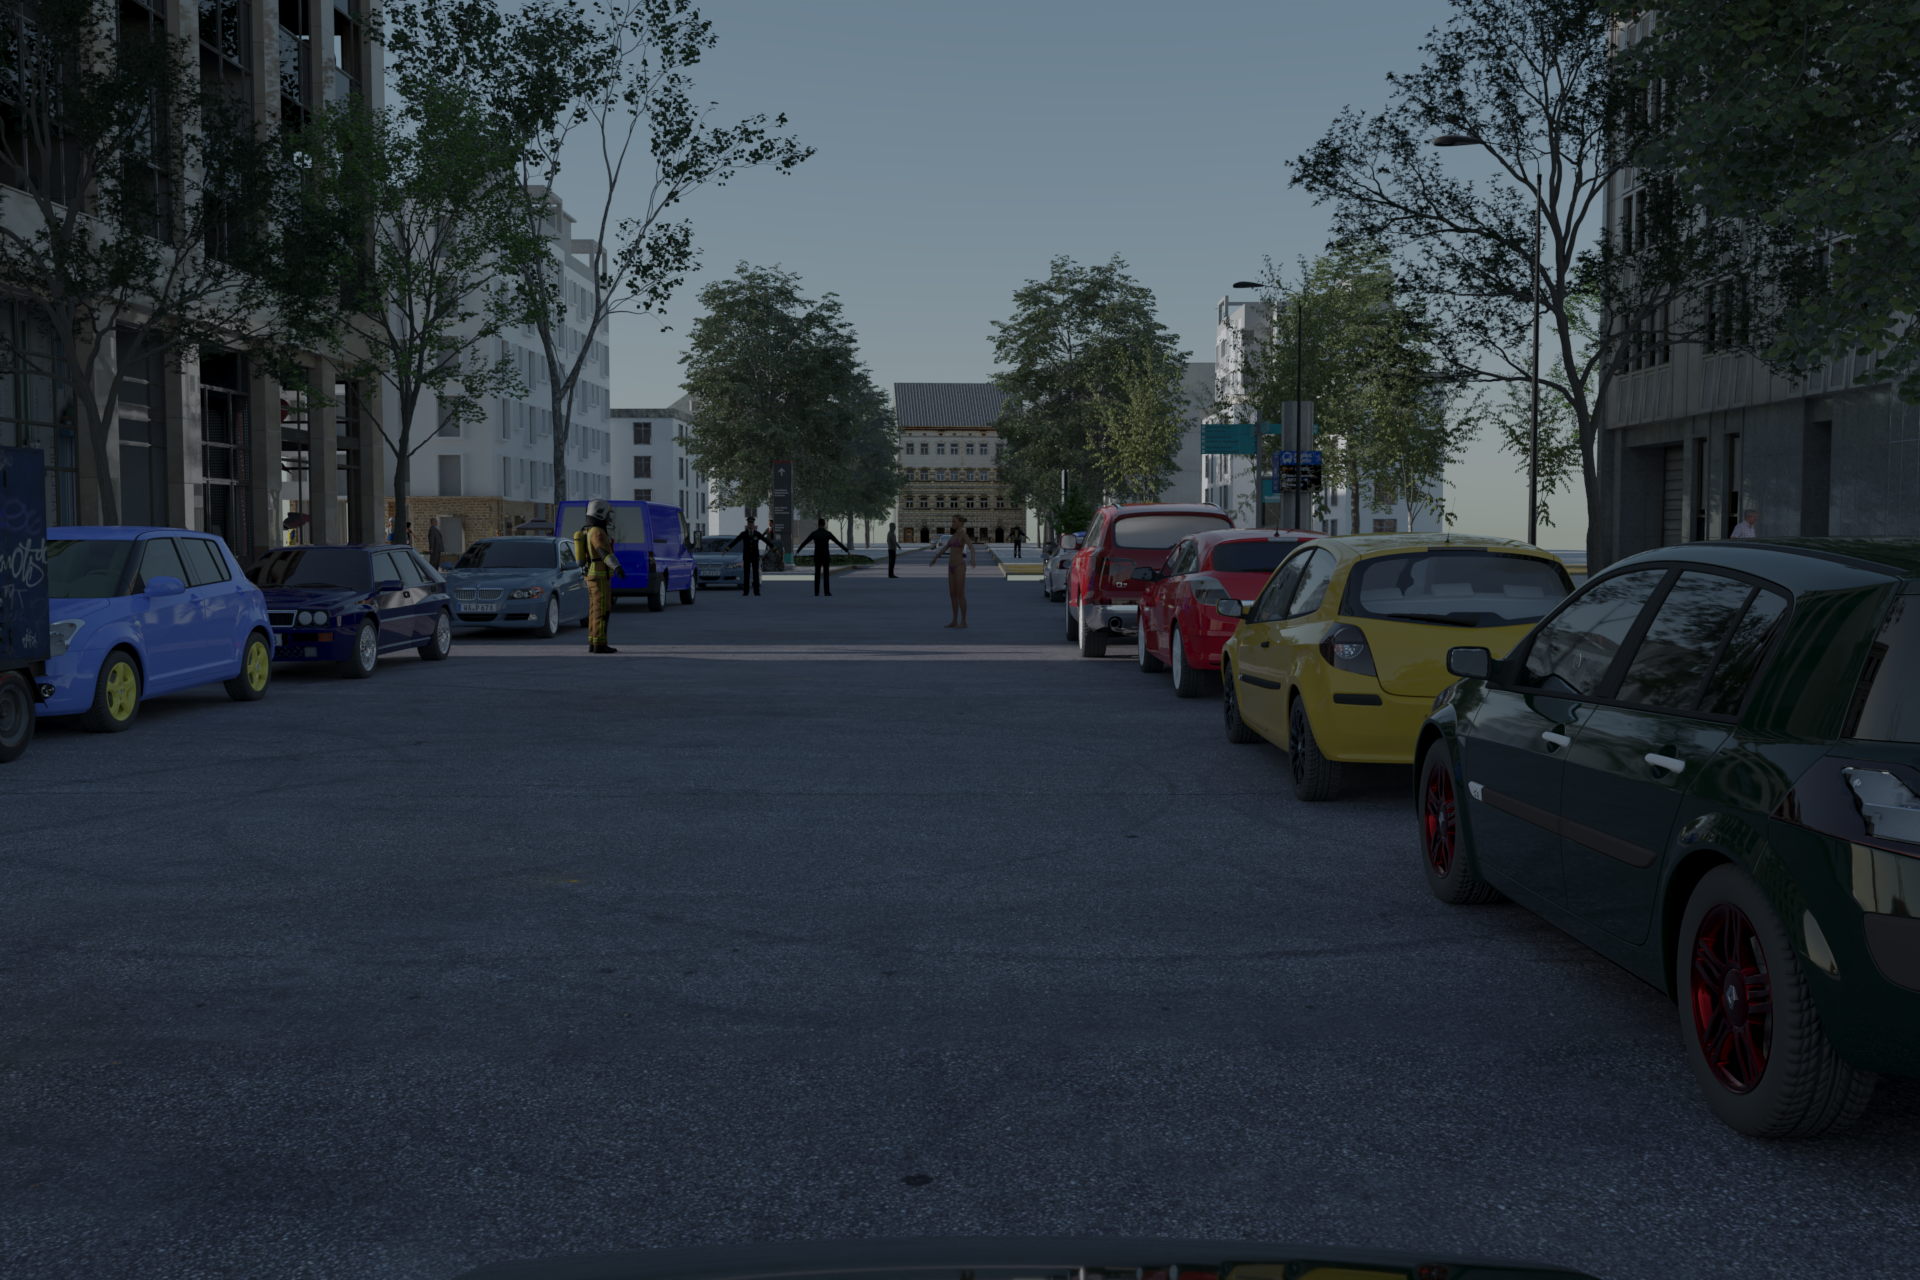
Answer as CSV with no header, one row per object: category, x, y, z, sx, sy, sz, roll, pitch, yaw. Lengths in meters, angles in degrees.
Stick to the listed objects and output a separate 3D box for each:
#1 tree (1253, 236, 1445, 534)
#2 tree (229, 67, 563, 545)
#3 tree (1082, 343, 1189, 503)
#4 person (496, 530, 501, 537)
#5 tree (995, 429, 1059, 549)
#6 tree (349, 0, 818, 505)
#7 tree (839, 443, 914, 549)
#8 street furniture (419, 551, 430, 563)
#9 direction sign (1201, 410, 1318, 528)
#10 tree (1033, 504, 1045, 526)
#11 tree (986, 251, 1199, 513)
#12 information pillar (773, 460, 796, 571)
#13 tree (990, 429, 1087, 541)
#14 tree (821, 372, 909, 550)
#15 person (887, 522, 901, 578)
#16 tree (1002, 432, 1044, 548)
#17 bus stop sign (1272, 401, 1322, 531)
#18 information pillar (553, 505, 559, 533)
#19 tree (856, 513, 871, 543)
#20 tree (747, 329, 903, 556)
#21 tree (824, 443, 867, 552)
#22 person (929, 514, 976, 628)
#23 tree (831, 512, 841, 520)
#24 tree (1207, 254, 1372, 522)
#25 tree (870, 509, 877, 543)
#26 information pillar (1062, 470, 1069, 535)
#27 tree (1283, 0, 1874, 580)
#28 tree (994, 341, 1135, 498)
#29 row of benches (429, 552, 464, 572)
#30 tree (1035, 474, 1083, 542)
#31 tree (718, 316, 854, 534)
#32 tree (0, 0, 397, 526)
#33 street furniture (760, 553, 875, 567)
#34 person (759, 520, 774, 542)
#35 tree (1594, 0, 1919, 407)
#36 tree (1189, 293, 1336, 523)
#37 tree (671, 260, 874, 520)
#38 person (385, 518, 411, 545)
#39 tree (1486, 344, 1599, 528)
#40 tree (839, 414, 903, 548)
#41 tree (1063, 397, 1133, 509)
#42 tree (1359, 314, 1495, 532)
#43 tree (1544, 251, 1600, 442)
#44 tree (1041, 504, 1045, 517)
tree,14.841,-9.079,66.570,7.486,12.596,7.792,0,3,0
tree,-12.597,-6.931,39.080,9.928,11.665,9.643,0,3,0
tree,6.914,-7.066,65.884,4.737,8.622,4.395,0,3,0
person,-15.872,-3.071,59.471,0.991,1.433,0.599,-3,5,-40
tree,6.844,-12.702,142.095,8.767,10.594,7.601,1,4,10
tree,-11.179,-12.002,52.130,12.611,20.169,13.585,0,3,0
tree,-8.118,-13.257,151.156,8.767,10.594,7.601,0,4,2
street furniture,-22.558,-3.256,68.870,5.734,0.657,10.072,0,4,-7
direction sign,6.455,-2.945,36.921,2.525,3.948,1.411,0,4,1
tree,14.356,-20.411,251.841,7.486,12.596,7.792,0,3,0
tree,5.817,-10.438,77.320,9.857,13.997,8.962,0,3,0
information pillar,-6.231,-4.389,61.141,0.750,3.857,0.750,0,4,2
tree,6.782,-12.135,132.815,8.767,10.594,7.601,-2,4,-35
tree,-8.673,-14.085,136.945,9.857,13.997,8.962,0,3,0
person,-2.187,-2.934,56.558,0.705,1.813,1.348,-1,4,-16
tree,6.943,-14.007,154.772,9.928,11.665,9.643,0,3,0
bus stop sign,6.707,-2.784,34.539,0.837,3.901,0.837,0,4,1
information pillar,-10.242,-2.446,44.482,0.304,2.012,0.304,0,4,1
tree,-13.090,-18.047,245.424,4.737,8.622,4.395,0,3,0
tree,-8.212,-11.724,102.054,12.009,13.543,11.850,0,3,0
tree,-8.282,-10.469,121.528,4.360,8.622,3.978,0,3,0
person,-0.102,-1.051,26.438,0.721,1.733,1.217,-2,4,-33
tree,-19.984,-19.135,247.268,7.601,10.594,8.767,0,4,-8
tree,8.748,-5.771,44.710,4.737,8.622,4.395,0,3,0
tree,-12.331,-18.406,251.296,4.360,8.622,3.978,0,3,0
information pillar,3.874,-4.440,63.910,0.184,3.620,1.656,0,4,1
tree,9.327,-5.569,25.468,8.767,10.594,7.601,-1,4,-13
tree,7.282,-12.174,109.408,12.009,13.543,11.850,0,3,0
row of benches,-17.403,-2.745,60.343,1.422,0.672,4.104,0,4,7
tree,6.669,-10.403,120.444,4.737,8.622,4.395,0,3,0
tree,-9.341,-10.561,90.799,7.486,12.596,7.792,0,3,0
tree,-12.357,-5.536,24.922,8.767,10.594,7.601,-3,5,-44
street furniture,-8.153,-3.278,69.229,10.072,0.657,5.734,-1,4,-13
person,-6.843,-3.451,62.608,1.347,1.806,0.705,2,4,30
tree,9.192,-6.493,12.810,9.857,13.997,8.962,0,3,0
tree,9.653,-6.235,52.305,4.360,8.622,3.978,0,3,0
tree,-8.640,-10.595,79.882,9.857,13.997,8.962,0,3,0
person,-19.419,-3.266,59.263,1.347,1.847,0.705,0,4,2
tree,22.677,-7.158,67.399,4.737,8.622,4.395,0,3,0
tree,-8.805,-14.817,160.380,7.486,12.596,7.792,0,3,0
tree,6.399,-8.419,88.013,4.360,8.622,3.978,0,3,0
tree,15.169,-6.552,57.480,4.737,8.622,4.395,0,3,0
tree,24.022,-8.179,59.476,9.928,11.665,9.643,0,3,0
tree,13.324,-17.987,244.443,4.737,8.622,4.395,0,3,0
